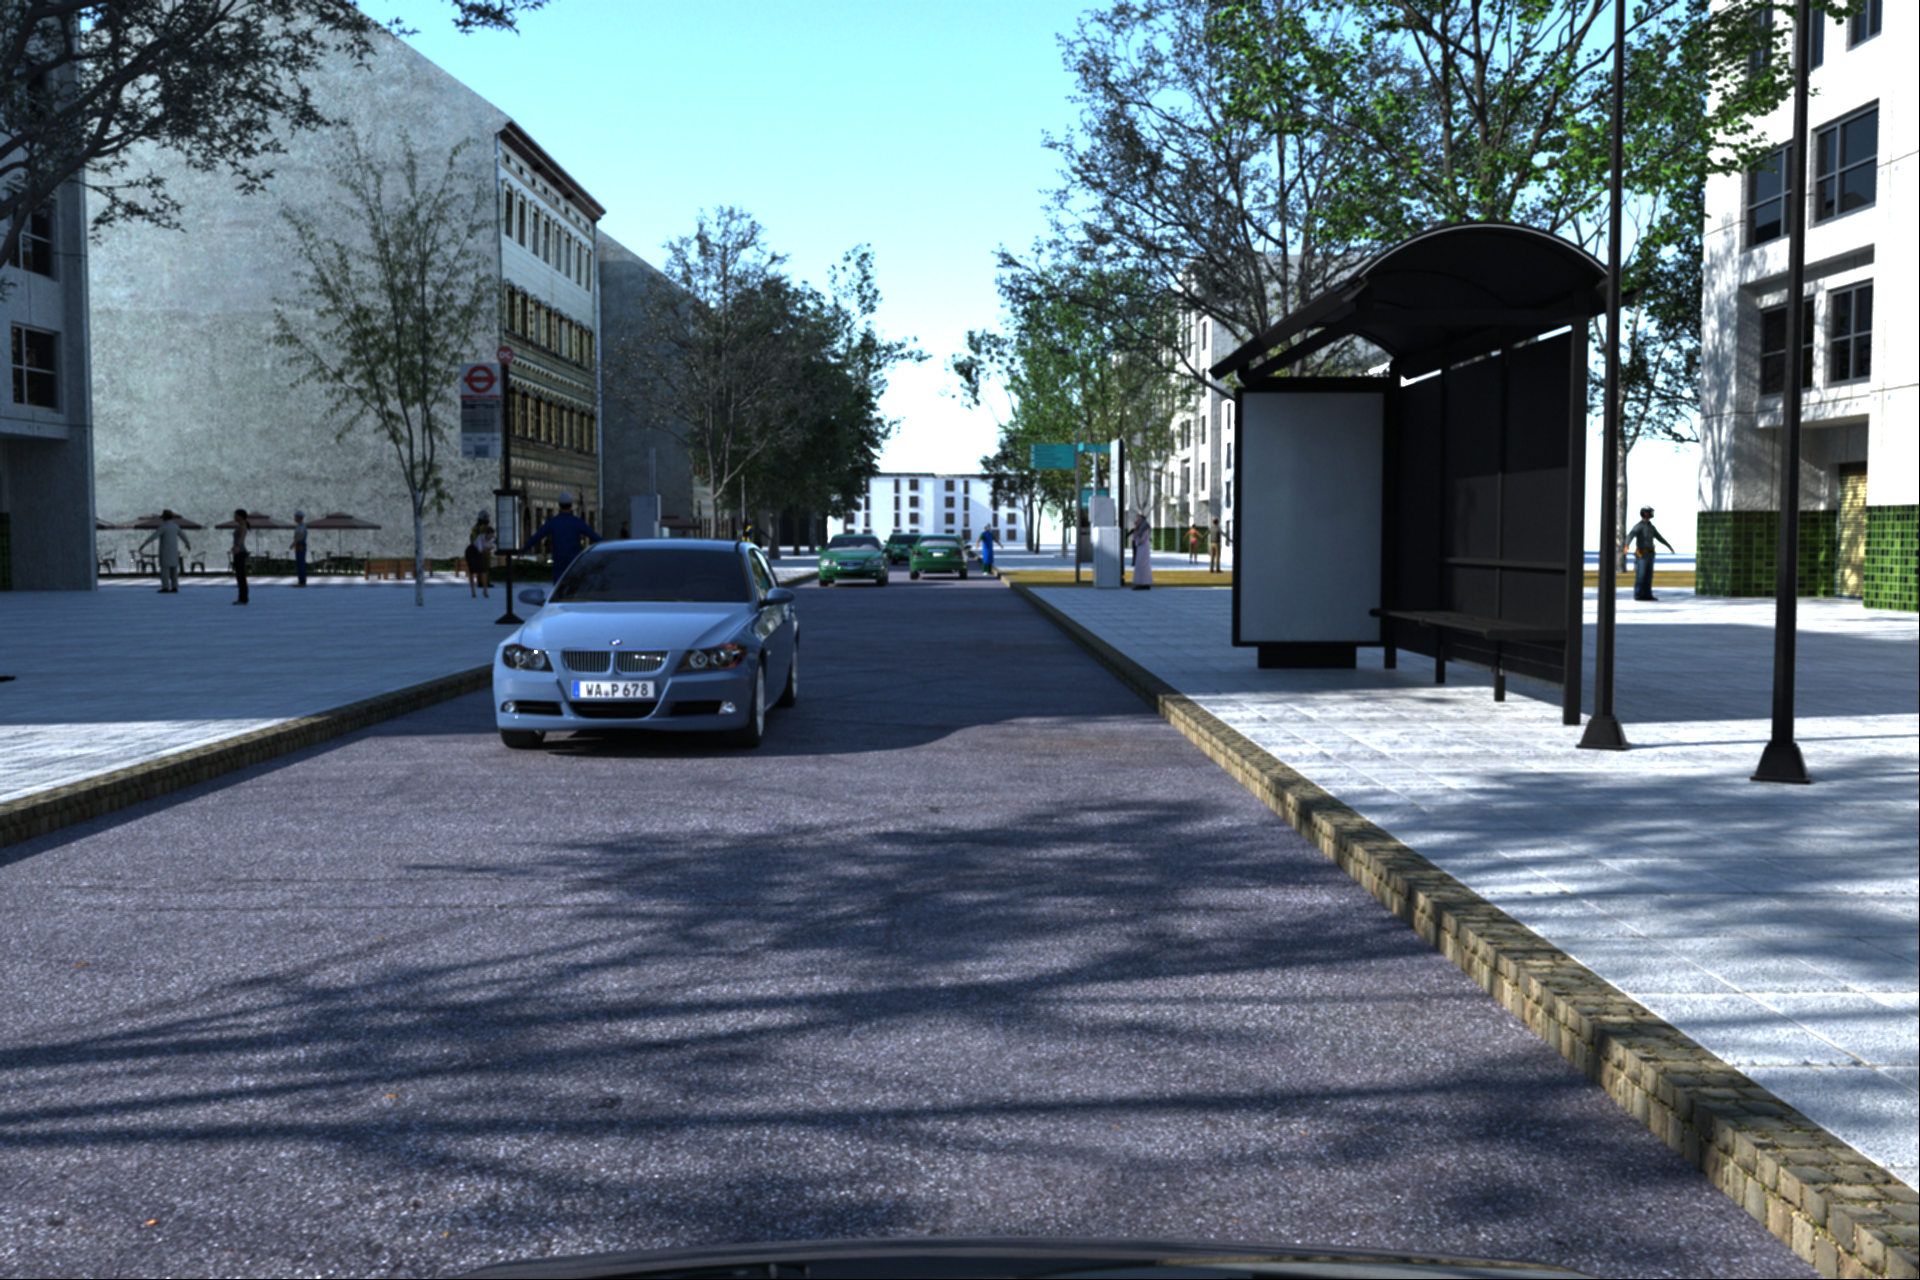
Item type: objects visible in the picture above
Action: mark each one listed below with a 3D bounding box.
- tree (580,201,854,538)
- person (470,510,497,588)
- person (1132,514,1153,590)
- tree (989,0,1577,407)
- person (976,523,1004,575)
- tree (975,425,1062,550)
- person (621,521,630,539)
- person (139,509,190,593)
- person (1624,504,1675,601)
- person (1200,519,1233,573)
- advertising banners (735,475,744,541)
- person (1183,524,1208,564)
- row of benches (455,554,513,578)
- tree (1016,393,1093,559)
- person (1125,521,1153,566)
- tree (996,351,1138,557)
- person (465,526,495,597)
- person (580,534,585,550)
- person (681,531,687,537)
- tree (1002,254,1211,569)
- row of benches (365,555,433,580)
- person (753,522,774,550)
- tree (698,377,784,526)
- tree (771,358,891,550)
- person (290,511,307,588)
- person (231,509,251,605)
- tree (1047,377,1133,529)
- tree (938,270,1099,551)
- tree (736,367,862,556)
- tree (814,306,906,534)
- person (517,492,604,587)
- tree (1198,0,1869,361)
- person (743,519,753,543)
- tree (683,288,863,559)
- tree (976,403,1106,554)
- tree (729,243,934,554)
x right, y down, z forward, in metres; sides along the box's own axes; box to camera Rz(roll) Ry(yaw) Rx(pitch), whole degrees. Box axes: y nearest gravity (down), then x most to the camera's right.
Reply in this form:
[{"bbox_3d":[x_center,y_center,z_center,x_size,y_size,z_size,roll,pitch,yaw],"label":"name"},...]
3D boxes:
[{"bbox_3d":[-8.939,-9.369,63.548,12.009,13.543,11.850,0,3,0],"label":"tree"},{"bbox_3d":[-11.439,-2.196,41.680,1.354,1.858,0.705,3,5,43],"label":"person"},{"bbox_3d":[4.165,-2.023,39.789,0.621,1.740,0.551,-1,4,-19],"label":"person"},{"bbox_3d":[6.054,-7.462,32.367,12.009,13.543,11.850,0,3,0],"label":"tree"},{"bbox_3d":[0.999,-3.218,61.194,0.704,1.817,1.347,3,5,45],"label":"person"},{"bbox_3d":[5.359,-12.784,143.434,7.601,10.594,8.767,2,4,29],"label":"tree"},{"bbox_3d":[-14.147,-4.118,73.259,0.705,1.837,1.347,0,4,4],"label":"person"},{"bbox_3d":[-17.370,-1.949,37.960,0.704,1.819,1.344,2,4,24],"label":"person"},{"bbox_3d":[13.182,-1.677,33.260,1.345,1.849,0.704,-2,4,-28],"label":"person"},{"bbox_3d":[8.493,-3.131,57.459,1.348,1.796,0.705,3,5,42],"label":"person"},{"bbox_3d":[-6.403,-3.322,50.508,0.090,3.025,2.074,0,4,-1],"label":"advertising banners"},{"bbox_3d":[10.148,-4.163,74.874,1.217,1.733,0.721,3,4,37],"label":"person"},{"bbox_3d":[-14.500,-2.282,52.777,1.422,0.672,4.104,0,4,1],"label":"row of benches"},{"bbox_3d":[5.255,-8.470,88.850,4.737,8.622,4.395,0,3,0],"label":"tree"},{"bbox_3d":[7.053,-3.847,69.087,1.347,1.806,0.705,-1,4,-9],"label":"person"},{"bbox_3d":[6.037,-10.473,96.981,9.928,11.665,9.643,0,3,0],"label":"tree"},{"bbox_3d":[-9.635,-1.572,34.938,0.799,1.438,0.628,1,4,9],"label":"person"},{"bbox_3d":[-12.457,-3.064,56.227,0.704,1.812,1.346,-3,4,-37],"label":"person"},{"bbox_3d":[-11.479,-3.884,72.773,0.599,1.433,0.991,-1,4,-18],"label":"person"},{"bbox_3d":[5.402,-8.443,63.795,9.928,11.665,9.643,0,3,0],"label":"tree"},{"bbox_3d":[-16.216,-2.116,50.063,1.422,0.672,4.104,0,4,1],"label":"row of benches"},{"bbox_3d":[-8.621,-4.136,73.760,1.348,1.813,0.705,0,4,5],"label":"person"},{"bbox_3d":[-9.805,-7.877,79.150,4.737,8.622,4.395,0,3,0],"label":"tree"},{"bbox_3d":[-9.978,-13.436,126.331,9.857,13.997,8.962,0,3,0],"label":"tree"},{"bbox_3d":[-15.909,-2.192,41.695,0.705,1.847,1.347,-1,4,-12],"label":"person"},{"bbox_3d":[-13.197,-1.514,31.570,0.721,1.737,1.217,-2,4,-24],"label":"person"},{"bbox_3d":[6.004,-7.769,77.386,4.737,8.622,4.395,0,3,0],"label":"tree"},{"bbox_3d":[4.758,-16.595,127.210,12.611,20.169,13.585,0,3,0],"label":"tree"},{"bbox_3d":[-9.454,-10.704,100.763,9.928,11.665,9.643,0,3,0],"label":"tree"},{"bbox_3d":[-10.744,-17.781,146.608,12.611,20.169,13.585,0,3,0],"label":"tree"},{"bbox_3d":[-5.274,-1.061,23.228,1.347,1.842,0.705,0,4,-5],"label":"person"},{"bbox_3d":[6.429,-5.800,20.593,9.928,11.665,9.643,0,3,0],"label":"tree"},{"bbox_3d":[-7.091,-3.162,57.664,0.705,1.833,1.349,-1,4,-18],"label":"person"},{"bbox_3d":[-9.606,-11.108,88.269,9.857,13.997,8.962,0,3,0],"label":"tree"},{"bbox_3d":[5.191,-10.970,113.766,8.767,10.594,7.601,-1,4,-21],"label":"tree"},{"bbox_3d":[-8.484,-15.681,112.275,12.611,20.169,13.585,0,3,0],"label":"tree"}]
